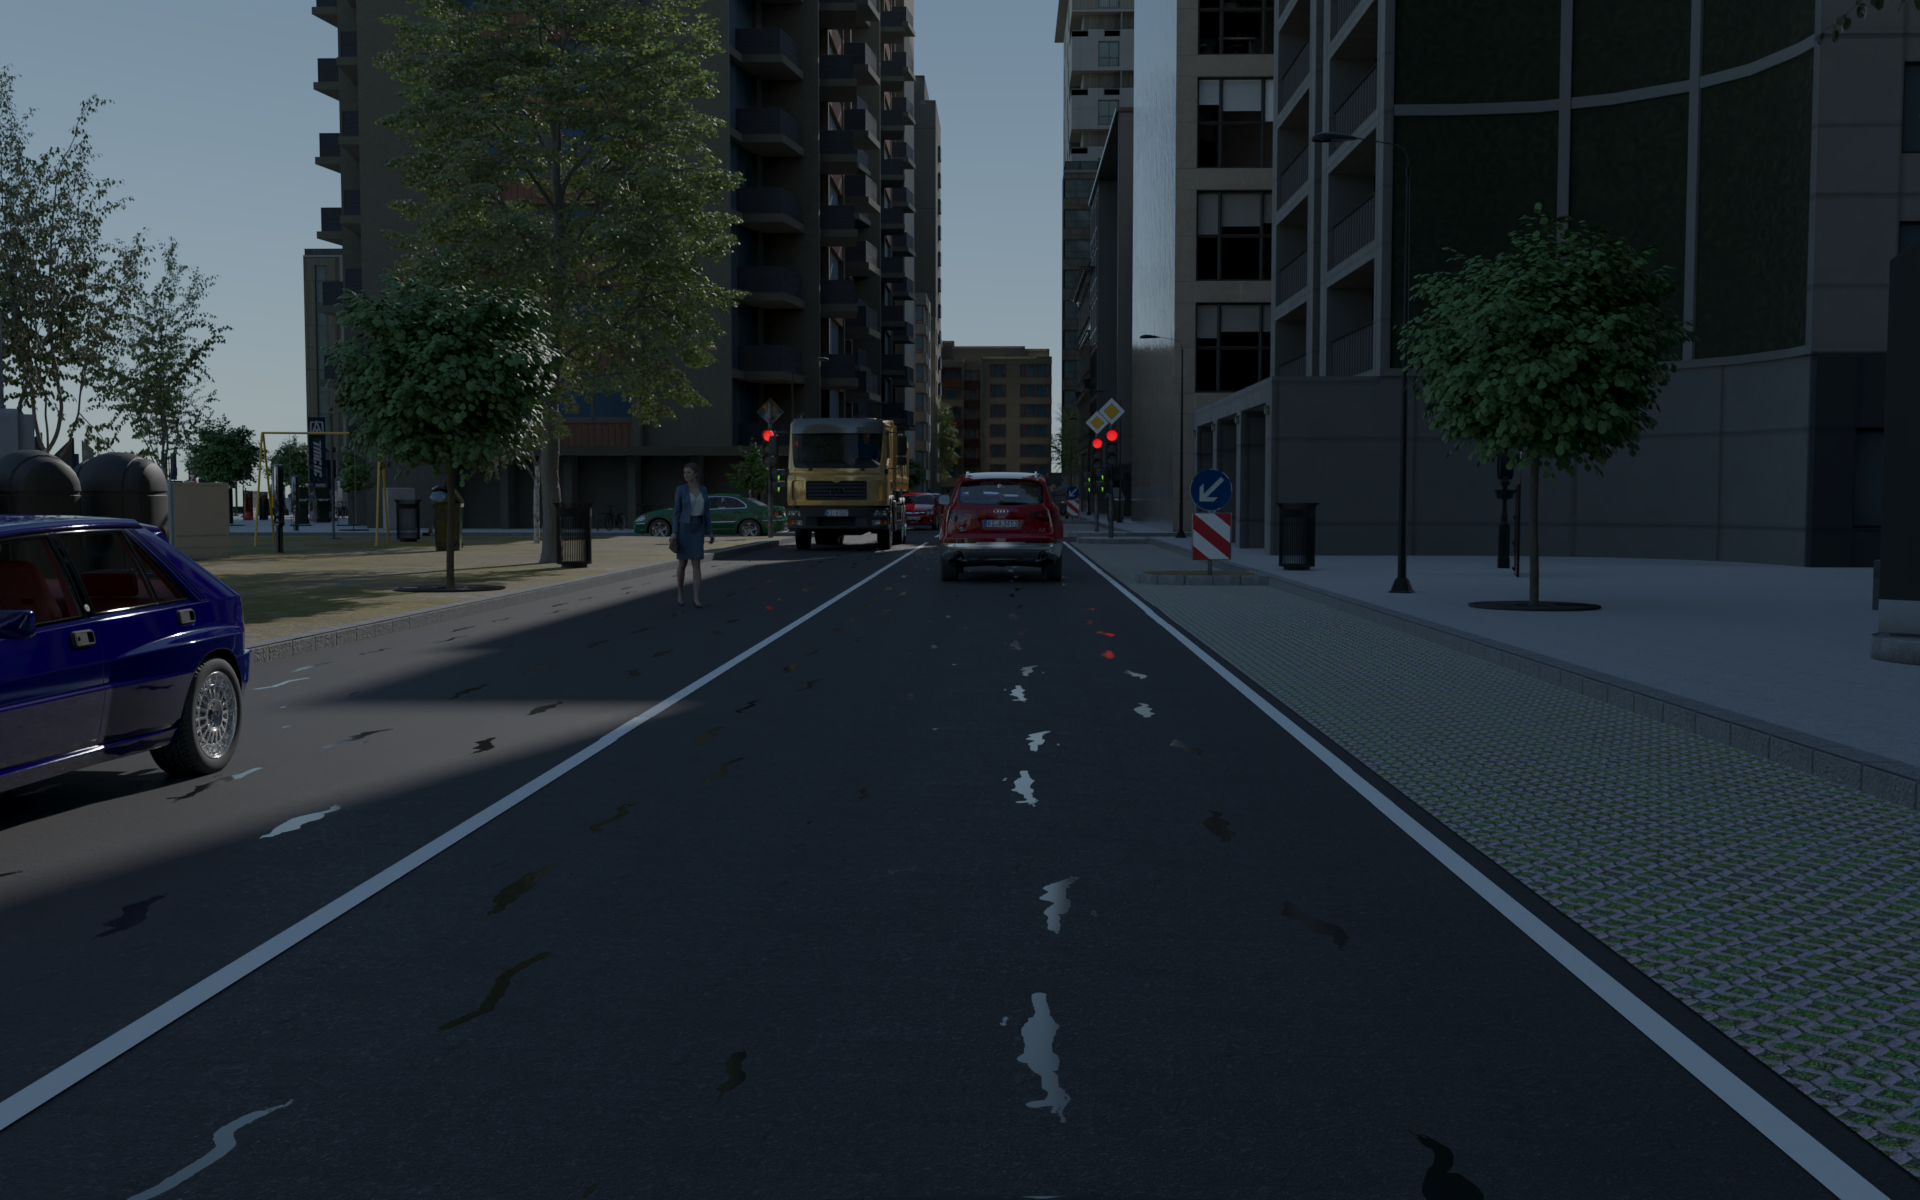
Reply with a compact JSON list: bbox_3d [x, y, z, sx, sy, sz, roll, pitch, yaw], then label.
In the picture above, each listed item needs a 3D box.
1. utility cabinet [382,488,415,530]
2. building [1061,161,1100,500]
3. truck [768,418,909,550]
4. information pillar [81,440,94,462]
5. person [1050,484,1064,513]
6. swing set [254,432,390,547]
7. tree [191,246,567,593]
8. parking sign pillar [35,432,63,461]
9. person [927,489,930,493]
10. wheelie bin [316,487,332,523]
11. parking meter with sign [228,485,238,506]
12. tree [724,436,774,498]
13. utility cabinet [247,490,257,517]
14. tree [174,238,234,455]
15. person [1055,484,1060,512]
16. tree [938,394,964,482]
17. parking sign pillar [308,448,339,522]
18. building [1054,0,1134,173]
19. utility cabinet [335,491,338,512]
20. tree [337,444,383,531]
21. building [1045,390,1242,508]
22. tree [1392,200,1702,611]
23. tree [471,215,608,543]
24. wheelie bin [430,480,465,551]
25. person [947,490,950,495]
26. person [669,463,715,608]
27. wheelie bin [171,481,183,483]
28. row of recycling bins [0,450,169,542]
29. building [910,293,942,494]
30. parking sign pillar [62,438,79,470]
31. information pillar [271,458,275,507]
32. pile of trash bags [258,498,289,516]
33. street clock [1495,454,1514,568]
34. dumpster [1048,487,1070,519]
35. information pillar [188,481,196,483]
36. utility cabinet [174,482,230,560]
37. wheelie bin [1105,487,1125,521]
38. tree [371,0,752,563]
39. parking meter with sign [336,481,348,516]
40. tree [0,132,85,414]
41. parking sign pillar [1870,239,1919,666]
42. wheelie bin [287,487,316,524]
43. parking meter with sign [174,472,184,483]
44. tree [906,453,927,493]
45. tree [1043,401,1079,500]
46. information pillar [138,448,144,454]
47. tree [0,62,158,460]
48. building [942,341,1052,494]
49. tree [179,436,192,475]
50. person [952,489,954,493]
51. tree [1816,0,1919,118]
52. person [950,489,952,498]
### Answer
[{"bbox_3d":[-19.640,-3.180,60.674,0.318,1.500,1.173,2,4,32],"label":"utility cabinet"},{"bbox_3d":[15.930,-23.307,152.778,14.160,30.474,14.107,0,4,1],"label":"building"},{"bbox_3d":[-2.943,-3.119,46.913,3.469,3.379,9.791,0,4,2],"label":"truck"},{"bbox_3d":[-37.780,-5.120,75.066,0.504,3.616,0.183,0,4,-6],"label":"information pillar"},{"bbox_3d":[3.288,-3.134,60.156,0.576,1.772,0.534,-2,4,-31],"label":"person"},{"bbox_3d":[-15.981,-2.825,43.809,3.119,2.851,2.862,-1,4,-12],"label":"swing set"},{"bbox_3d":[-6.868,-2.406,23.050,4.285,4.588,4.351,0,3,0],"label":"tree"},{"bbox_3d":[-40.695,-5.356,76.040,1.447,3.967,1.447,1,4,16],"label":"parking sign pillar"},{"bbox_3d":[-2.248,-6.976,122.746,0.721,1.800,0.419,-1,4,-13],"label":"person"},{"bbox_3d":[-28.731,-4.275,77.804,0.980,1.594,0.693,-3,5,-40],"label":"wheelie bin"},{"bbox_3d":[-50.239,-7.456,118.170,1.738,3.016,0.543,-1,4,-18],"label":"parking meter with sign"},{"bbox_3d":[-6.887,-3.865,57.802,1.663,3.219,1.824,0,3,0],"label":"tree"},{"bbox_3d":[-39.498,-5.373,96.524,0.318,1.500,1.173,0,4,0],"label":"utility cabinet"},{"bbox_3d":[-22.786,-6.017,48.746,4.737,8.622,4.395,0,3,0],"label":"tree"},{"bbox_3d":[3.985,-3.976,73.371,0.748,1.841,0.638,1,4,11],"label":"person"},{"bbox_3d":[-3.273,-16.238,183.618,7.486,12.596,7.792,0,3,0],"label":"tree"},{"bbox_3d":[-30.028,-5.688,81.467,1.447,3.967,1.447,2,4,30],"label":"parking sign pillar"},{"bbox_3d":[24.126,-35.726,173.363,28.713,52.752,27.495,0,4,1],"label":"building"},{"bbox_3d":[-39.768,-6.297,111.627,1.173,1.500,0.318,1,4,8],"label":"utility cabinet"},{"bbox_3d":[-21.172,-4.015,60.239,1.663,3.219,1.824,0,3,0],"label":"tree"},{"bbox_3d":[20.335,-46.461,197.894,20.563,71.187,20.611,0,4,1],"label":"building"},{"bbox_3d":[6.587,-2.189,19.509,4.285,4.588,4.351,0,3,0],"label":"tree"},{"bbox_3d":[-11.100,-5.790,45.029,4.360,8.622,3.978,0,3,0],"label":"tree"},{"bbox_3d":[-11.634,-1.920,39.304,0.693,1.594,0.980,-1,4,-9],"label":"wheelie bin"},{"bbox_3d":[-1.124,-9.230,159.414,0.705,1.824,1.348,1,4,14],"label":"person"},{"bbox_3d":[-3.403,-0.820,21.928,0.581,1.822,0.654,-1,4,-17],"label":"person"},{"bbox_3d":[-18.511,-1.992,40.477,0.980,1.594,0.693,-1,4,-13],"label":"wheelie bin"},{"bbox_3d":[-8.988,-0.540,15.943,1.069,1.692,3.534,2,4,34],"label":"row of recycling bins"},{"bbox_3d":[-16.348,-19.497,163.808,27.650,21.520,28.899,0,4,1],"label":"building"},{"bbox_3d":[-42.843,-5.785,83.053,1.447,3.967,1.447,1,4,22],"label":"parking sign pillar"},{"bbox_3d":[-38.019,-6.416,96.261,0.504,3.616,0.183,1,4,12],"label":"information pillar"},{"bbox_3d":[-40.808,-5.754,103.829,3.447,1.369,1.912,-3,4,-39],"label":"pile of trash bags"},{"bbox_3d":[9.400,-1.549,29.896,0.358,2.002,0.471,1,4,10],"label":"street clock"},{"bbox_3d":[5.403,-5.575,99.366,1.865,1.857,1.264,0,4,3],"label":"dumpster"},{"bbox_3d":[-44.568,-5.878,100.594,0.304,2.012,0.304,1,4,20],"label":"information pillar"},{"bbox_3d":[-14.788,-1.523,33.587,0.318,1.500,1.173,2,4,32],"label":"utility cabinet"},{"bbox_3d":[7.273,-4.514,81.714,0.980,1.594,0.693,-2,4,-28],"label":"wheelie bin"},{"bbox_3d":[-7.391,-6.986,32.353,7.486,12.596,7.792,0,3,0],"label":"tree"},{"bbox_3d":[-36.039,-6.424,101.286,0.543,3.016,1.738,-3,5,-42],"label":"parking meter with sign"},{"bbox_3d":[-19.691,-5.235,35.957,4.737,8.622,4.395,0,3,0],"label":"tree"},{"bbox_3d":[7.800,-1.511,13.171,1.447,3.967,1.447,-3,5,-42],"label":"parking sign pillar"},{"bbox_3d":[-28.213,-4.042,73.993,0.980,1.594,0.693,-2,4,-28],"label":"wheelie bin"},{"bbox_3d":[-50.500,-7.140,112.998,1.738,3.016,0.543,1,4,12],"label":"parking meter with sign"},{"bbox_3d":[-4.182,-9.115,132.742,4.285,4.588,4.351,0,3,0],"label":"tree"},{"bbox_3d":[9.811,-11.710,141.823,4.737,8.622,4.395,0,3,0],"label":"tree"},{"bbox_3d":[-41.841,-5.938,88.448,0.183,3.616,0.504,2,4,32],"label":"information pillar"},{"bbox_3d":[-15.599,-4.836,29.431,4.360,8.622,3.978,0,3,0],"label":"tree"},{"bbox_3d":[-2.558,-23.633,231.430,28.899,21.520,27.650,0,4,1],"label":"building"},{"bbox_3d":[-29.638,-5.271,69.900,4.285,4.588,4.351,0,3,0],"label":"tree"},{"bbox_3d":[-0.242,-5.866,105.086,0.598,1.740,0.731,0,4,-1],"label":"person"},{"bbox_3d":[6.130,-3.533,8.133,4.360,8.622,3.978,0,3,0],"label":"tree"},{"bbox_3d":[-0.566,-7.307,128.305,0.444,1.785,0.601,-3,5,-43],"label":"person"}]
